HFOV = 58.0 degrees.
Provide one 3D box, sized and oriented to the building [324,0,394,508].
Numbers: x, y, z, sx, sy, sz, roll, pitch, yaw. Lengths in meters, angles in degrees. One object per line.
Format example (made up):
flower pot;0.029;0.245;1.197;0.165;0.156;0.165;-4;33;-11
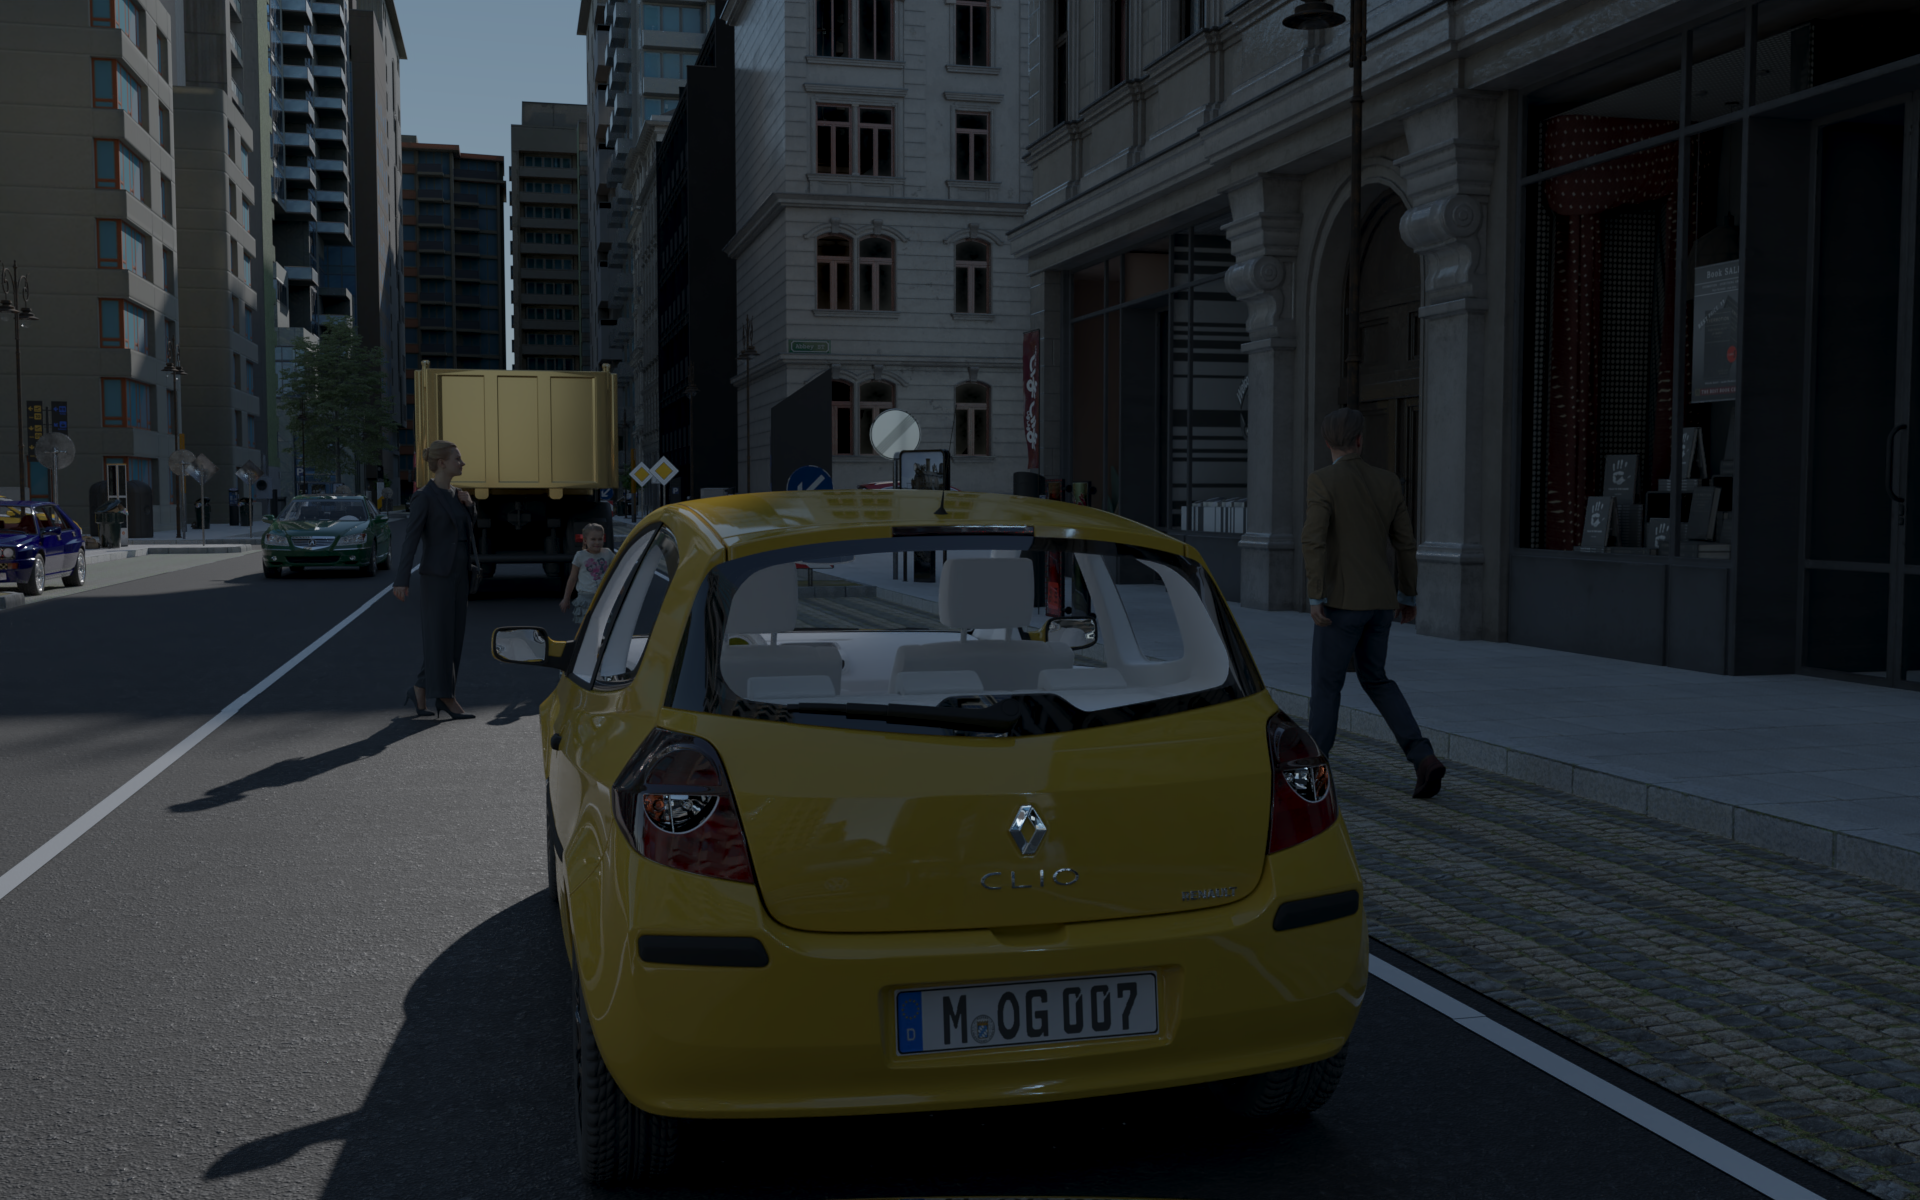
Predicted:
building;-59.491;-31.009;157.100;14.600;45.320;14.200;-1;4;-14

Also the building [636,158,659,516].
building;-12.272;-15.093;95.929;9.793;20.994;18.267;-1;4;-14

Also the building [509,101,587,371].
building;-45.661;-36.420;219.167;21.600;48.544;21.300;-1;4;-14

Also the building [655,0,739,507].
building;-7.021;-15.275;79.419;12.332;23.373;15.834;-1;4;-14

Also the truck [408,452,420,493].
truck;-29.686;-6.719;98.763;2.839;4.237;11.283;-1;4;-14

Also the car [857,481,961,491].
car;-0.814;-2.540;50.208;5.304;1.827;2.281;-1;4;-16

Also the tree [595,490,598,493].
tree;-29.166;-8.713;137.052;1.663;3.219;1.824;0;3;0

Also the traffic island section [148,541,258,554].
traffic island section;-18.682;-1.251;42.740;2.009;0.180;2.903;-1;4;-14

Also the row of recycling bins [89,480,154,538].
row of recycling bins;-24.994;-2.714;51.494;1.069;1.692;3.534;-3;5;-43

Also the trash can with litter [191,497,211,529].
trash can with litter;-27.732;-3.162;63.093;1.055;1.170;0.624;3;5;42

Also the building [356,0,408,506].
building;-71.356;-35.971;177.358;27.495;52.752;28.713;-1;4;-14

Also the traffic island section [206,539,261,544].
traffic island section;-20.680;-1.724;50.472;2.009;0.180;2.903;-1;4;-14

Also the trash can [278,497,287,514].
trash can;-36.116;-4.915;92.006;0.748;1.137;0.748;0;3;0

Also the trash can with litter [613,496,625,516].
trash can with litter;-19.725;-5.398;99.652;1.055;1.170;0.624;-1;4;-19

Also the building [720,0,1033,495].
building;3.605;-16.887;63.491;23.554;28.519;14.401;-1;4;-14

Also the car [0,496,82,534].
car;-24.512;-2.062;43.940;3.980;1.641;2.015;-1;4;-15

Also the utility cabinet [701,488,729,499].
utility cabinet;-8.938;-3.326;63.052;1.173;1.500;0.318;3;4;39

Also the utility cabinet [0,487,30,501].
utility cabinet;-29.752;-2.784;54.197;1.173;1.500;0.318;0;4;1

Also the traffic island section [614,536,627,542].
traffic island section;-9.745;-1.896;53.282;2.009;0.180;2.903;-1;4;-14

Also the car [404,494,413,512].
car;-42.993;-7.801;137.334;2.009;1.686;4.222;-1;4;-14

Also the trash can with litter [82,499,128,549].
trash can with litter;-20.114;-1.785;40.580;0.624;1.170;1.055;2;4;28

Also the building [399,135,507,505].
building;-70.480;-34.166;213.231;28.867;44.769;22.147;-1;4;-14

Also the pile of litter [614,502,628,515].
pile of litter;-20.622;-5.564;104.930;1.719;0.858;1.176;1;4;18

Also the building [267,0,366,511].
building;-57.815;-50.172;132.978;22.319;86.520;31.000;-1;4;-14

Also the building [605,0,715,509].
building;-18.038;-32.204;146.143;23.786;49.044;30.456;-1;4;-14

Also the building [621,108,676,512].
building;-15.014;-20.138;116.650;14.401;28.519;23.554;-1;4;-14

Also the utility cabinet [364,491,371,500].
utility cabinet;-41.079;-6.819;120.166;0.318;1.500;1.173;-1;4;-9

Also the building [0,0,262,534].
building;-43.377;-13.473;65.315;27.650;21.520;28.899;-1;4;-14

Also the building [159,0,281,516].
building;-46.047;-25.156;94.895;14.154;41.232;14.086;-1;4;-14

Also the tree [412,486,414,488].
tree;-57.336;-11.612;184.463;1.663;3.219;1.824;0;3;0

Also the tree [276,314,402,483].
tree;-39.266;-11.691;109.268;7.486;12.596;7.792;0;3;0

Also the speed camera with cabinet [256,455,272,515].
speed camera with cabinet;-36.053;-5.725;87.935;2.038;3.252;0.660;0;4;-3

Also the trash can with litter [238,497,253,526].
trash can with litter;-28.547;-3.527;69.056;0.624;1.170;1.055;-2;4;-32

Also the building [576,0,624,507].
building;-23.163;-35.801;174.578;28.713;52.752;27.495;-1;4;-14

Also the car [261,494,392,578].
car;-11.377;-1.193;31.302;2.131;1.459;4.920;-1;4;-13

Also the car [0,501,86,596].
car;-14.046;-0.775;25.251;1.945;1.354;3.894;-1;4;-15

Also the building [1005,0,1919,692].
building;5.628;-10.756;26.770;10.553;20.767;40.483;-1;4;-14

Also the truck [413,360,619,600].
truck;-6.928;-1.908;27.115;3.469;3.379;9.791;-1;4;-14

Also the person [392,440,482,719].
person;-3.350;-0.130;11.050;0.534;1.772;0.576;0;4;-2

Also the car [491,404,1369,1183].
car;-0.359;0.309;5.176;2.015;1.641;3.980;-1;4;-15

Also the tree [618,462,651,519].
tree;-16.987;-5.873;90.628;1.663;3.219;1.824;0;3;0

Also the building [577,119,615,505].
building;-35.459;-31.200;193.706;14.154;41.232;14.086;-1;4;-14

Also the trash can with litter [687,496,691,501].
trash can with litter;-10.941;-3.587;69.698;1.678;1.210;2.233;-1;4;-12

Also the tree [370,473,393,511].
tree;-45.277;-8.621;135.553;1.663;3.219;1.824;0;3;0
